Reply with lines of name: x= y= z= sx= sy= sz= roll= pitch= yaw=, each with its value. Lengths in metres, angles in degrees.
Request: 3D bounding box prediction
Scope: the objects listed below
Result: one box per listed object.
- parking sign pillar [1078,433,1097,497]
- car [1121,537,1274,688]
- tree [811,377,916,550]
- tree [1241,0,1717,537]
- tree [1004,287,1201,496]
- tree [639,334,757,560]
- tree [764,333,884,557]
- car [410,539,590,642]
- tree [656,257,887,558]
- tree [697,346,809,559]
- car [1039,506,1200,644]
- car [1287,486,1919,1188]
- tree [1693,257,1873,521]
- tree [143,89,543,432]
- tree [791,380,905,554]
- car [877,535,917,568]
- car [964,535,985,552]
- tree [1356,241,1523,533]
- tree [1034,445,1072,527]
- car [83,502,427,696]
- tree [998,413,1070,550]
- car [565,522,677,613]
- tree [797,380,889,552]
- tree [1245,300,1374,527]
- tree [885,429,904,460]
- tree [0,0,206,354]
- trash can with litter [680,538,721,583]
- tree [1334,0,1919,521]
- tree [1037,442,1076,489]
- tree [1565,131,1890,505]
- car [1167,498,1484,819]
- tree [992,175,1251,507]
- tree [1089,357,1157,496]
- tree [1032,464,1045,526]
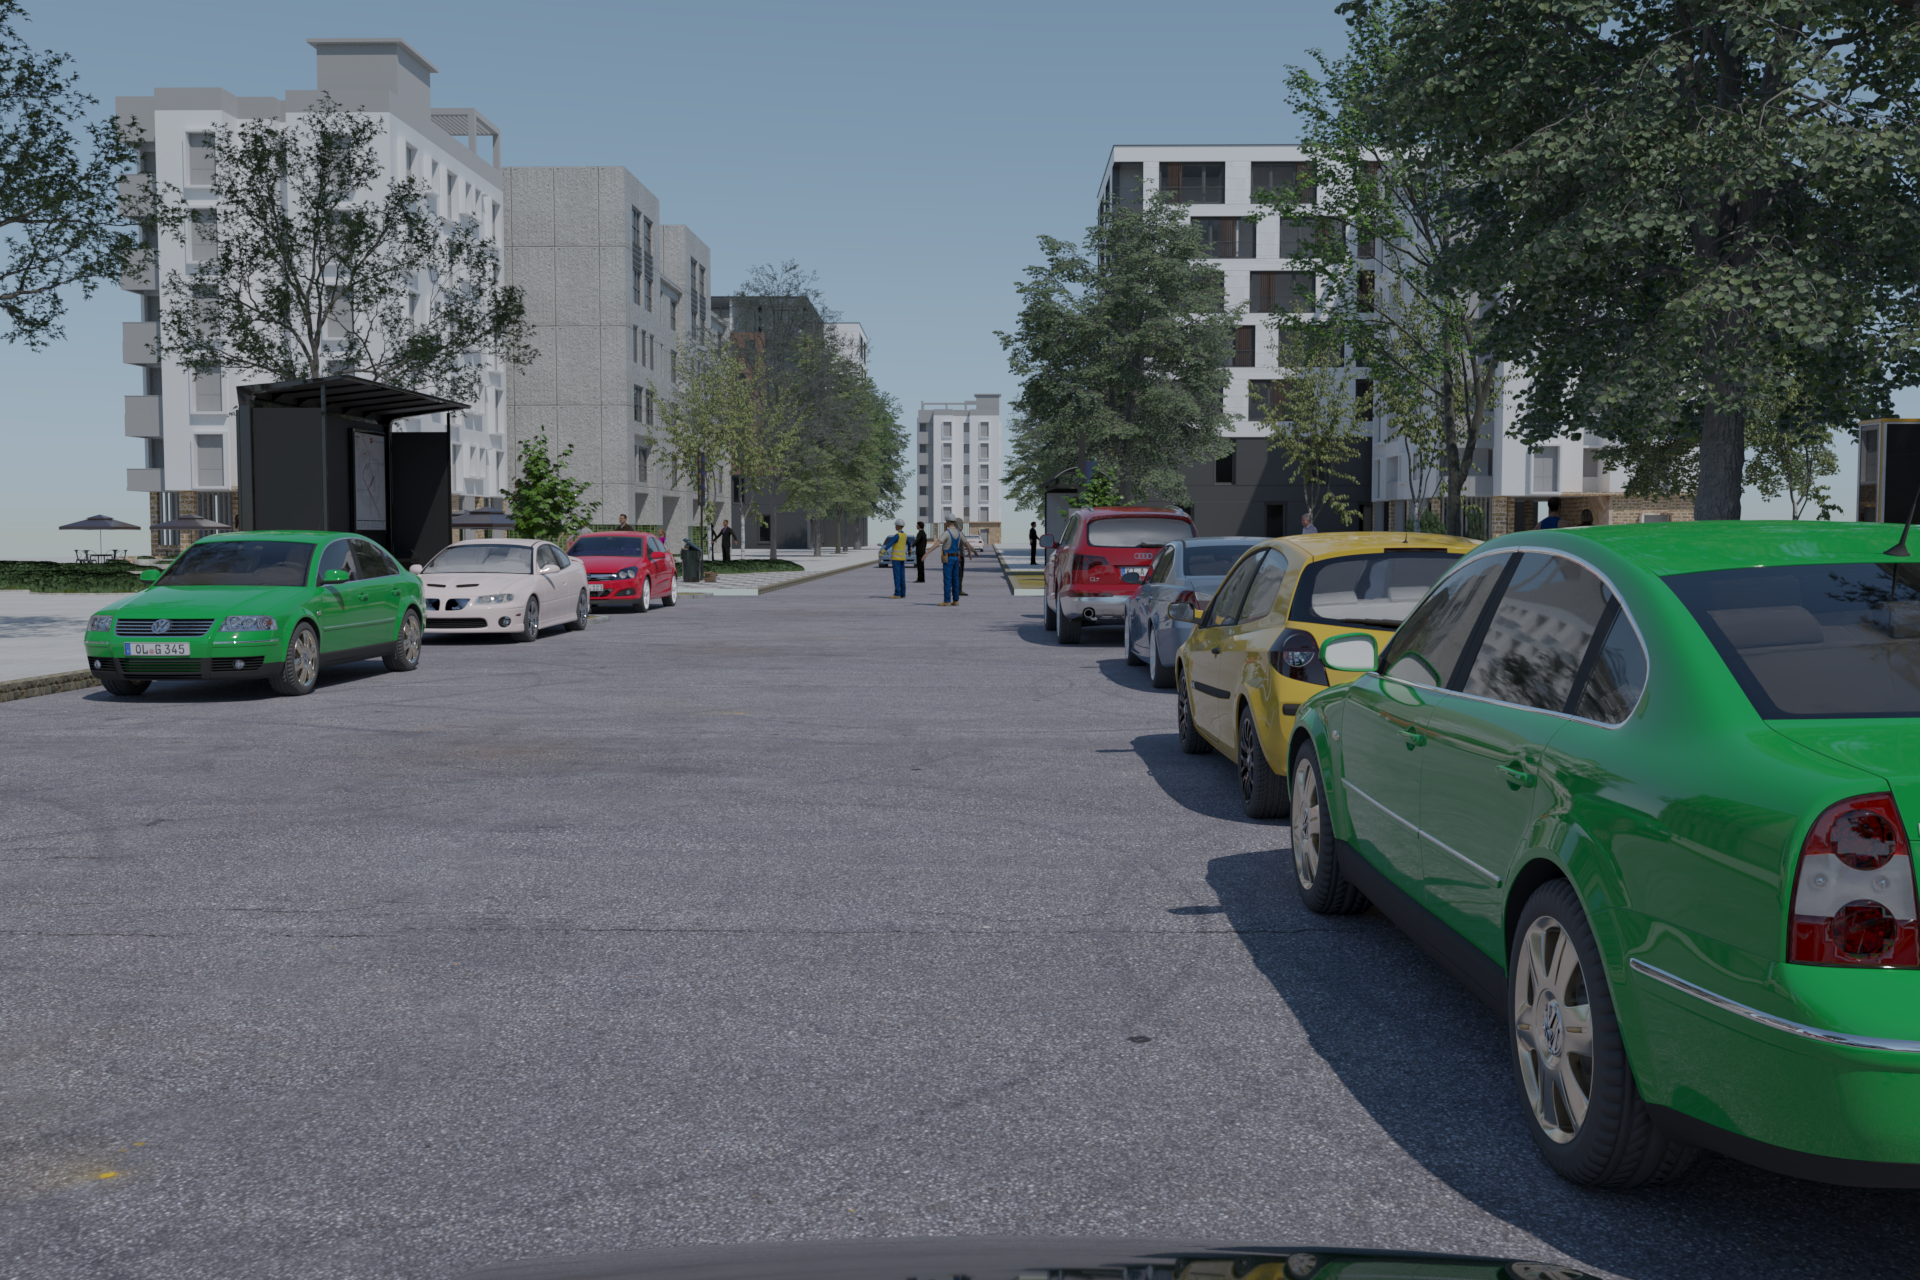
parking sign pillar: x=3.408 y=-3.565 z=46.765 sx=1.447 sy=3.967 sz=1.447 roll=0 pitch=4 yaw=2
car: x=2.663 y=-0.329 z=17.380 sx=2.014 sy=1.417 sz=4.499 roll=0 pitch=4 yaw=0
tree: x=-8.415 y=-14.244 z=139.539 sx=9.857 sy=13.997 sz=8.962 roll=0 pitch=3 yaw=0
tree: x=9.134 y=-6.450 z=31.216 sx=9.928 sy=11.665 sz=9.643 roll=0 pitch=3 yaw=0
tree: x=7.166 y=-10.612 z=83.882 sx=12.009 sy=13.543 sz=11.850 roll=0 pitch=3 yaw=0
tree: x=-9.345 y=-6.880 z=62.850 sx=4.737 sy=8.622 sz=4.395 roll=0 pitch=3 yaw=0
tree: x=-7.774 y=-10.966 z=97.418 sx=7.486 sy=12.596 sz=7.792 roll=0 pitch=3 yaw=0
car: x=-6.545 y=-0.739 z=24.446 sx=2.083 sy=1.381 sz=4.827 roll=0 pitch=4 yaw=1
tree: x=-8.290 y=-10.196 z=77.074 sx=12.009 sy=13.543 sz=11.850 roll=0 pitch=3 yaw=0
tree: x=-8.300 y=-7.190 z=67.923 sx=4.737 sy=8.622 sz=4.395 roll=0 pitch=3 yaw=0
car: x=2.270 y=-0.943 z=24.090 sx=2.281 sy=1.827 sz=5.304 roll=0 pitch=4 yaw=0
car: x=2.185 y=0.221 z=5.179 sx=1.959 sy=1.807 sz=4.718 roll=0 pitch=4 yaw=0
tree: x=21.130 y=-5.722 z=43.915 sx=4.737 sy=8.622 sz=4.395 roll=0 pitch=3 yaw=0
tree: x=-12.742 y=-6.204 z=35.848 sx=8.767 sy=10.594 sz=7.601 roll=0 pitch=4 yaw=-3
tree: x=-7.767 y=-11.410 z=112.306 sx=9.928 sy=11.665 sz=9.643 roll=0 pitch=3 yaw=0
car: x=-2.544 y=-3.836 z=74.718 sx=2.014 sy=1.417 sz=4.499 roll=0 pitch=4 yaw=1
car: x=0.970 y=-7.745 z=138.992 sx=2.083 sy=1.381 sz=4.827 roll=0 pitch=4 yaw=1
tree: x=11.558 y=-5.672 z=43.099 sx=4.737 sy=8.622 sz=4.395 roll=0 pitch=3 yaw=0
tree: x=7.517 y=-11.177 z=133.106 sx=4.737 sy=8.622 sz=4.395 roll=0 pitch=3 yaw=0
car: x=-6.639 y=-0.486 z=16.748 sx=1.959 sy=1.807 sz=4.718 roll=0 pitch=4 yaw=1
tree: x=6.972 y=-13.603 z=140.540 sx=7.486 sy=12.596 sz=7.792 roll=0 pitch=3 yaw=0
car: x=-6.559 y=-1.456 z=32.849 sx=2.155 sy=1.783 sz=4.494 roll=0 pitch=4 yaw=1
tree: x=-8.487 y=-12.559 z=123.464 sx=7.486 sy=12.596 sz=7.792 roll=0 pitch=3 yaw=0
tree: x=10.988 y=-6.342 z=54.050 sx=4.737 sy=8.622 sz=4.395 roll=0 pitch=3 yaw=0
tree: x=-13.619 y=-23.175 z=234.806 sx=12.611 sy=20.169 sz=13.585 roll=0 pitch=3 yaw=0
tree: x=-12.489 y=-5.197 z=19.379 sx=8.767 sy=10.594 sz=7.601 roll=1 pitch=4 yaw=21
trash can with litter: x=-6.876 y=-2.110 z=45.886 sx=1.055 sy=1.170 sz=0.624 roll=0 pitch=4 yaw=3
tree: x=8.599 y=-6.899 z=19.446 sx=9.857 sy=13.997 sz=8.962 roll=0 pitch=3 yaw=0
tree: x=7.582 y=-10.854 z=127.827 sx=4.360 sy=8.622 sz=3.978 roll=0 pitch=3 yaw=0
tree: x=24.089 y=-9.058 z=54.751 sx=9.857 sy=13.997 sz=8.962 roll=0 pitch=3 yaw=0
car: x=2.286 y=0.005 z=10.147 sx=2.015 sy=1.641 sz=3.980 roll=0 pitch=4 yaw=0
tree: x=6.045 y=-9.601 z=63.624 sx=9.857 sy=13.997 sz=8.962 roll=0 pitch=3 yaw=0
tree: x=6.788 y=-7.505 z=73.075 sx=4.737 sy=8.622 sz=4.395 roll=0 pitch=3 yaw=0
tree: x=14.040 y=-19.958 z=232.968 sx=9.857 sy=13.997 sz=8.962 roll=0 pitch=3 yaw=0
